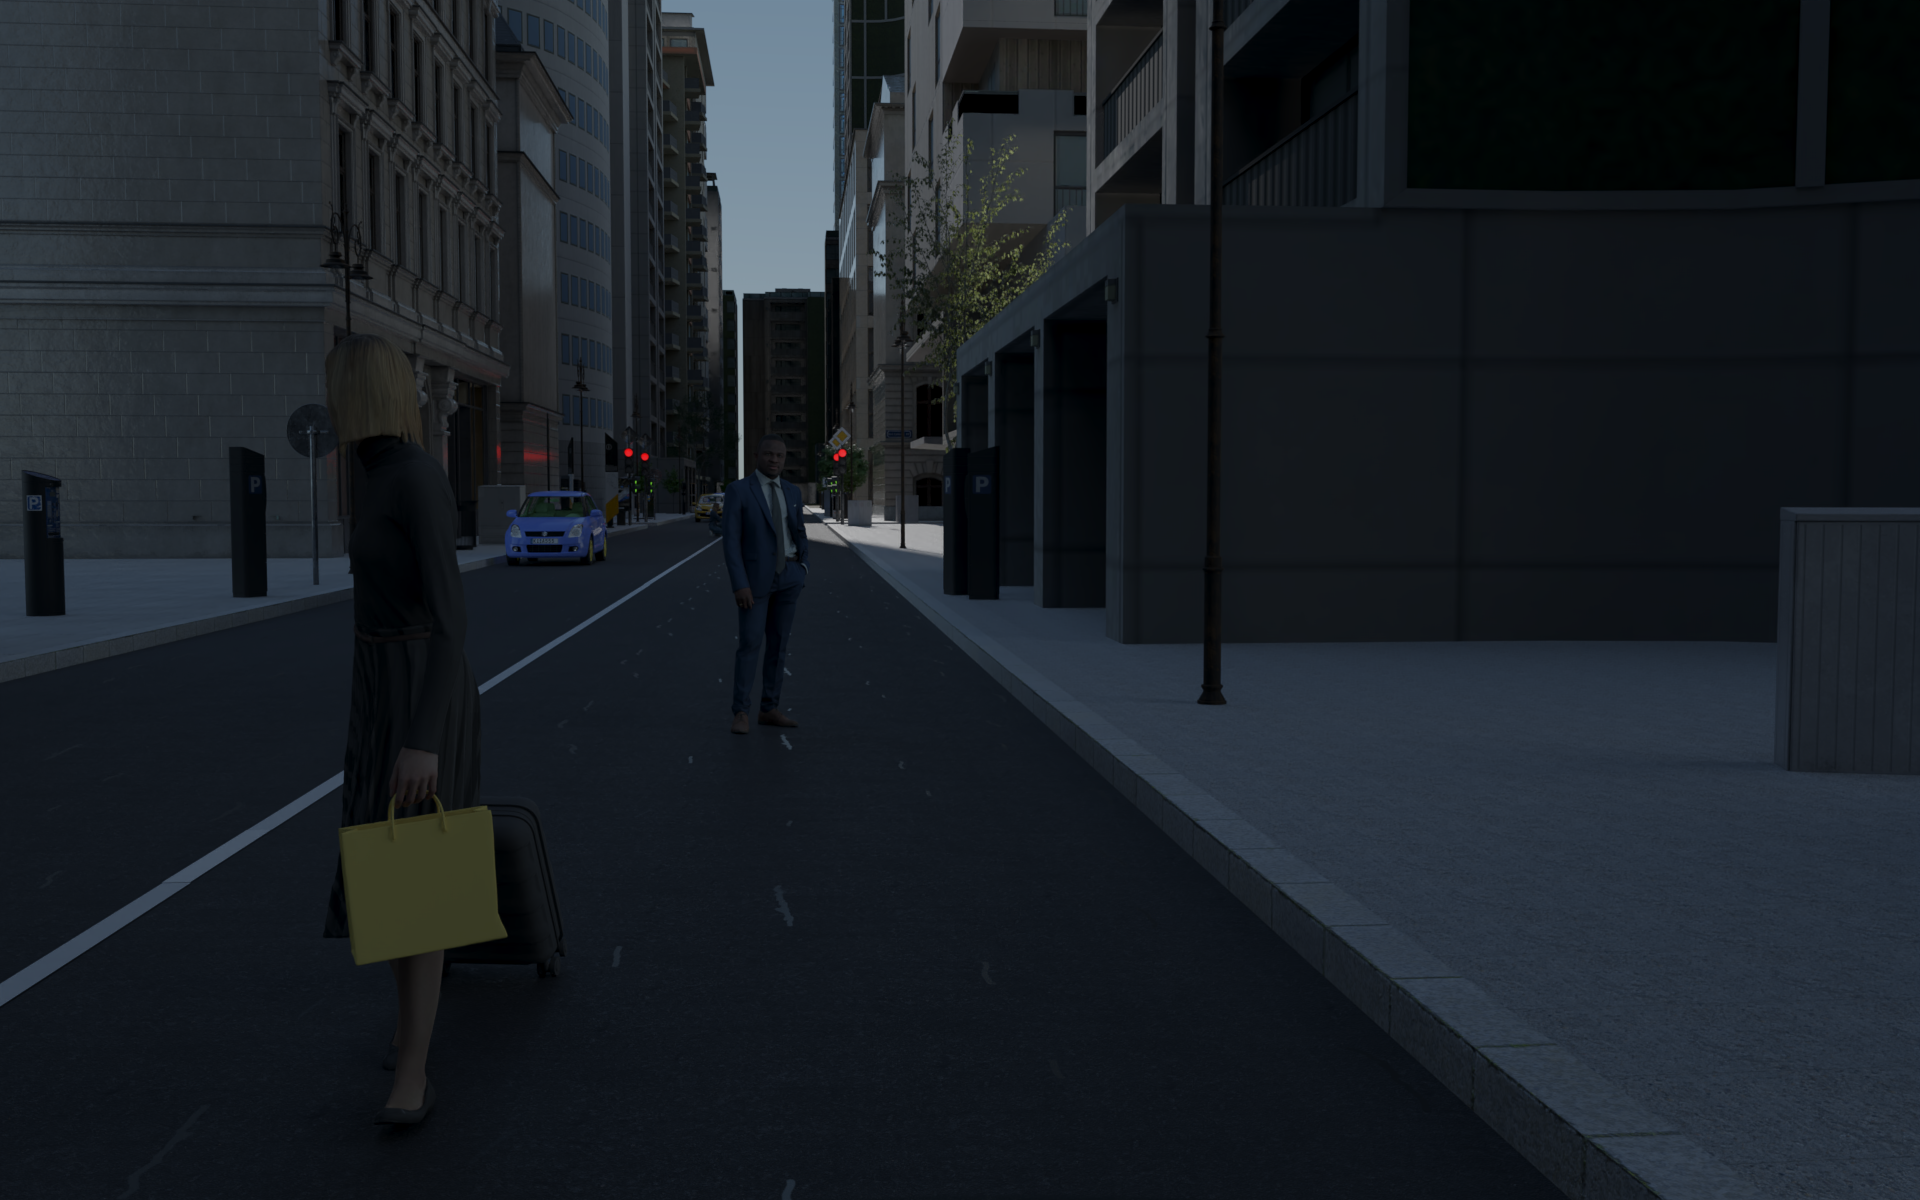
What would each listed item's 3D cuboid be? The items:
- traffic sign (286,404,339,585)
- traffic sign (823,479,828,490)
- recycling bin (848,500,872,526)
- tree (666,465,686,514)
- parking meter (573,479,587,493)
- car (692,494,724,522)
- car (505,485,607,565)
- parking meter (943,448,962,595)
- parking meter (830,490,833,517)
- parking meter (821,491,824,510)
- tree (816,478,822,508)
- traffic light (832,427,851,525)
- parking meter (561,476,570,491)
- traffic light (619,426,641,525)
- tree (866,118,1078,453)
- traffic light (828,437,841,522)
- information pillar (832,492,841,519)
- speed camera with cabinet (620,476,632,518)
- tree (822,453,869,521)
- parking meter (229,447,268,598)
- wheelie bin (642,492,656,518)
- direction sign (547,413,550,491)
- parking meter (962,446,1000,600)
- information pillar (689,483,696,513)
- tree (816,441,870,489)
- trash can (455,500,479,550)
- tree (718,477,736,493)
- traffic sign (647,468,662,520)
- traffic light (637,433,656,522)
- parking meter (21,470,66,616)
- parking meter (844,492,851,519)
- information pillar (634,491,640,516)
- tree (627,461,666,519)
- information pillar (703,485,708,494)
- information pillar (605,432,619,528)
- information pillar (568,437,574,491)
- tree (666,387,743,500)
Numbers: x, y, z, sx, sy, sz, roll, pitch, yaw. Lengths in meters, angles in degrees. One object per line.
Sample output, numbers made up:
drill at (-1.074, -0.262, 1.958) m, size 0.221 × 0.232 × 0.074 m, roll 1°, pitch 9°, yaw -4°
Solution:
traffic sign at (-9.100, -1.486, 24.399) m, size 0.768 × 2.556 × 0.104 m, roll 0°, pitch 4°, yaw 0°
traffic sign at (-8.039, -6.306, 105.229) m, size 0.606 × 2.300 × 0.079 m, roll 0°, pitch 4°, yaw -3°
recycling bin at (-4.039, -3.504, 69.848) m, size 0.722 × 1.027 × 0.722 m, roll -3°, pitch 5°, yaw -43°
tree at (-18.764, -7.289, 113.773) m, size 1.663 × 3.219 × 1.824 m, roll 0°, pitch 3°, yaw 0°
parking meter at (-15.063, -3.862, 68.849) m, size 0.399 × 1.863 × 0.255 m, roll 0°, pitch 4°, yaw 2°
car at (-12.820, -4.853, 89.564) m, size 2.015 × 1.641 × 3.980 m, roll 0°, pitch 4°, yaw -7°
car at (-8.351, -1.611, 35.938) m, size 1.945 × 1.707 × 3.694 m, roll 0°, pitch 4°, yaw -5°
parking meter at (-0.041, -1.000, 22.063) m, size 0.255 × 1.863 × 0.399 m, roll -1°, pitch 4°, yaw -21°
parking meter at (-7.036, -5.365, 96.136) m, size 0.372 × 1.533 × 0.369 m, roll 0°, pitch 3°, yaw 0°
parking meter at (-11.123, -8.278, 141.061) m, size 0.255 × 1.863 × 0.399 m, roll -3°, pitch 4°, yaw -36°
tree at (-8.491, -7.341, 114.625) m, size 1.663 × 3.219 × 1.824 m, roll 0°, pitch 3°, yaw 0°
traffic light at (-4.925, -5.093, 72.198) m, size 0.839 × 4.253 × 0.868 m, roll 0°, pitch 4°, yaw -6°
parking meter at (-12.438, -2.990, 54.605) m, size 0.255 × 1.863 × 0.399 m, roll -1°, pitch 4°, yaw -9°
traffic light at (-13.593, -5.041, 71.335) m, size 0.839 × 4.253 × 0.868 m, roll 0°, pitch 4°, yaw -6°
tree at (0.151, -5.179, 35.047) m, size 4.360 × 8.622 × 3.978 m, roll 0°, pitch 3°, yaw 0°
traffic light at (-5.705, -5.579, 80.145) m, size 0.839 × 4.253 × 0.868 m, roll 0°, pitch 4°, yaw -6°
information pillar at (-6.267, -5.101, 87.888) m, size 0.304 × 2.012 × 0.304 m, roll 2°, pitch 4°, yaw 30°
speed camera with cabinet at (-17.601, -5.900, 90.798) m, size 0.660 × 3.252 × 2.038 m, roll -1°, pitch 4°, yaw -18°
tree at (-5.372, -5.363, 82.279) m, size 1.663 × 3.219 × 1.824 m, roll 0°, pitch 3°, yaw 0°
parking meter at (-8.860, -0.970, 21.579) m, size 0.255 × 1.863 × 0.399 m, roll 1°, pitch 4°, yaw 20°
wheelie bin at (-16.988, -5.307, 94.683) m, size 0.693 × 1.594 × 0.980 m, roll -2°, pitch 4°, yaw -24°
direction sign at (-11.555, -3.465, 48.645) m, size 0.379 × 3.537 × 0.876 m, roll -1°, pitch 4°, yaw -12°
parking meter at (0.273, -0.940, 21.078) m, size 0.399 × 1.863 × 0.255 m, roll 1°, pitch 4°, yaw 10°
information pillar at (-18.059, -6.879, 116.958) m, size 0.304 × 2.012 × 0.304 m, roll -3°, pitch 4°, yaw -37°
tree at (-6.781, -7.182, 101.140) m, size 4.285 × 4.588 × 4.351 m, roll 0°, pitch 3°, yaw 0°
trash can at (-11.428, -1.721, 39.793) m, size 0.748 × 1.137 × 0.748 m, roll 0°, pitch 3°, yaw 0°
tree at (-26.419, -12.237, 194.682) m, size 1.663 × 3.219 × 1.824 m, roll 0°, pitch 3°, yaw 0°
traffic sign at (-15.127, -5.238, 85.746) m, size 0.768 × 2.556 × 0.104 m, roll 0°, pitch 4°, yaw 3°
traffic light at (-14.373, -5.527, 79.282) m, size 0.839 × 4.253 × 0.868 m, roll 0°, pitch 4°, yaw -6°
parking meter at (-9.677, -0.604, 18.290) m, size 0.372 × 1.533 × 0.369 m, roll 0°, pitch 3°, yaw 0°
parking meter at (-5.783, -5.097, 89.050) m, size 0.399 × 1.863 × 0.255 m, roll 2°, pitch 4°, yaw 33°
information pillar at (-18.555, -5.802, 99.361) m, size 0.304 × 2.012 × 0.304 m, roll 0°, pitch 4°, yaw -4°
tree at (-16.225, -5.753, 88.657) m, size 1.663 × 3.219 × 1.824 m, roll 0°, pitch 3°, yaw 0°
information pillar at (-19.987, -8.038, 135.907) m, size 0.304 × 2.012 × 0.304 m, roll 1°, pitch 4°, yaw 21°
information pillar at (-13.168, -4.530, 65.414) m, size 0.504 × 3.616 × 0.183 m, roll -1°, pitch 4°, yaw -14°
information pillar at (-16.065, -4.905, 71.549) m, size 0.183 × 3.616 × 0.504 m, roll -2°, pitch 4°, yaw -32°
tree at (-22.273, -13.136, 149.178) m, size 8.767 × 10.594 × 7.601 m, roll 2°, pitch 4°, yaw 27°
